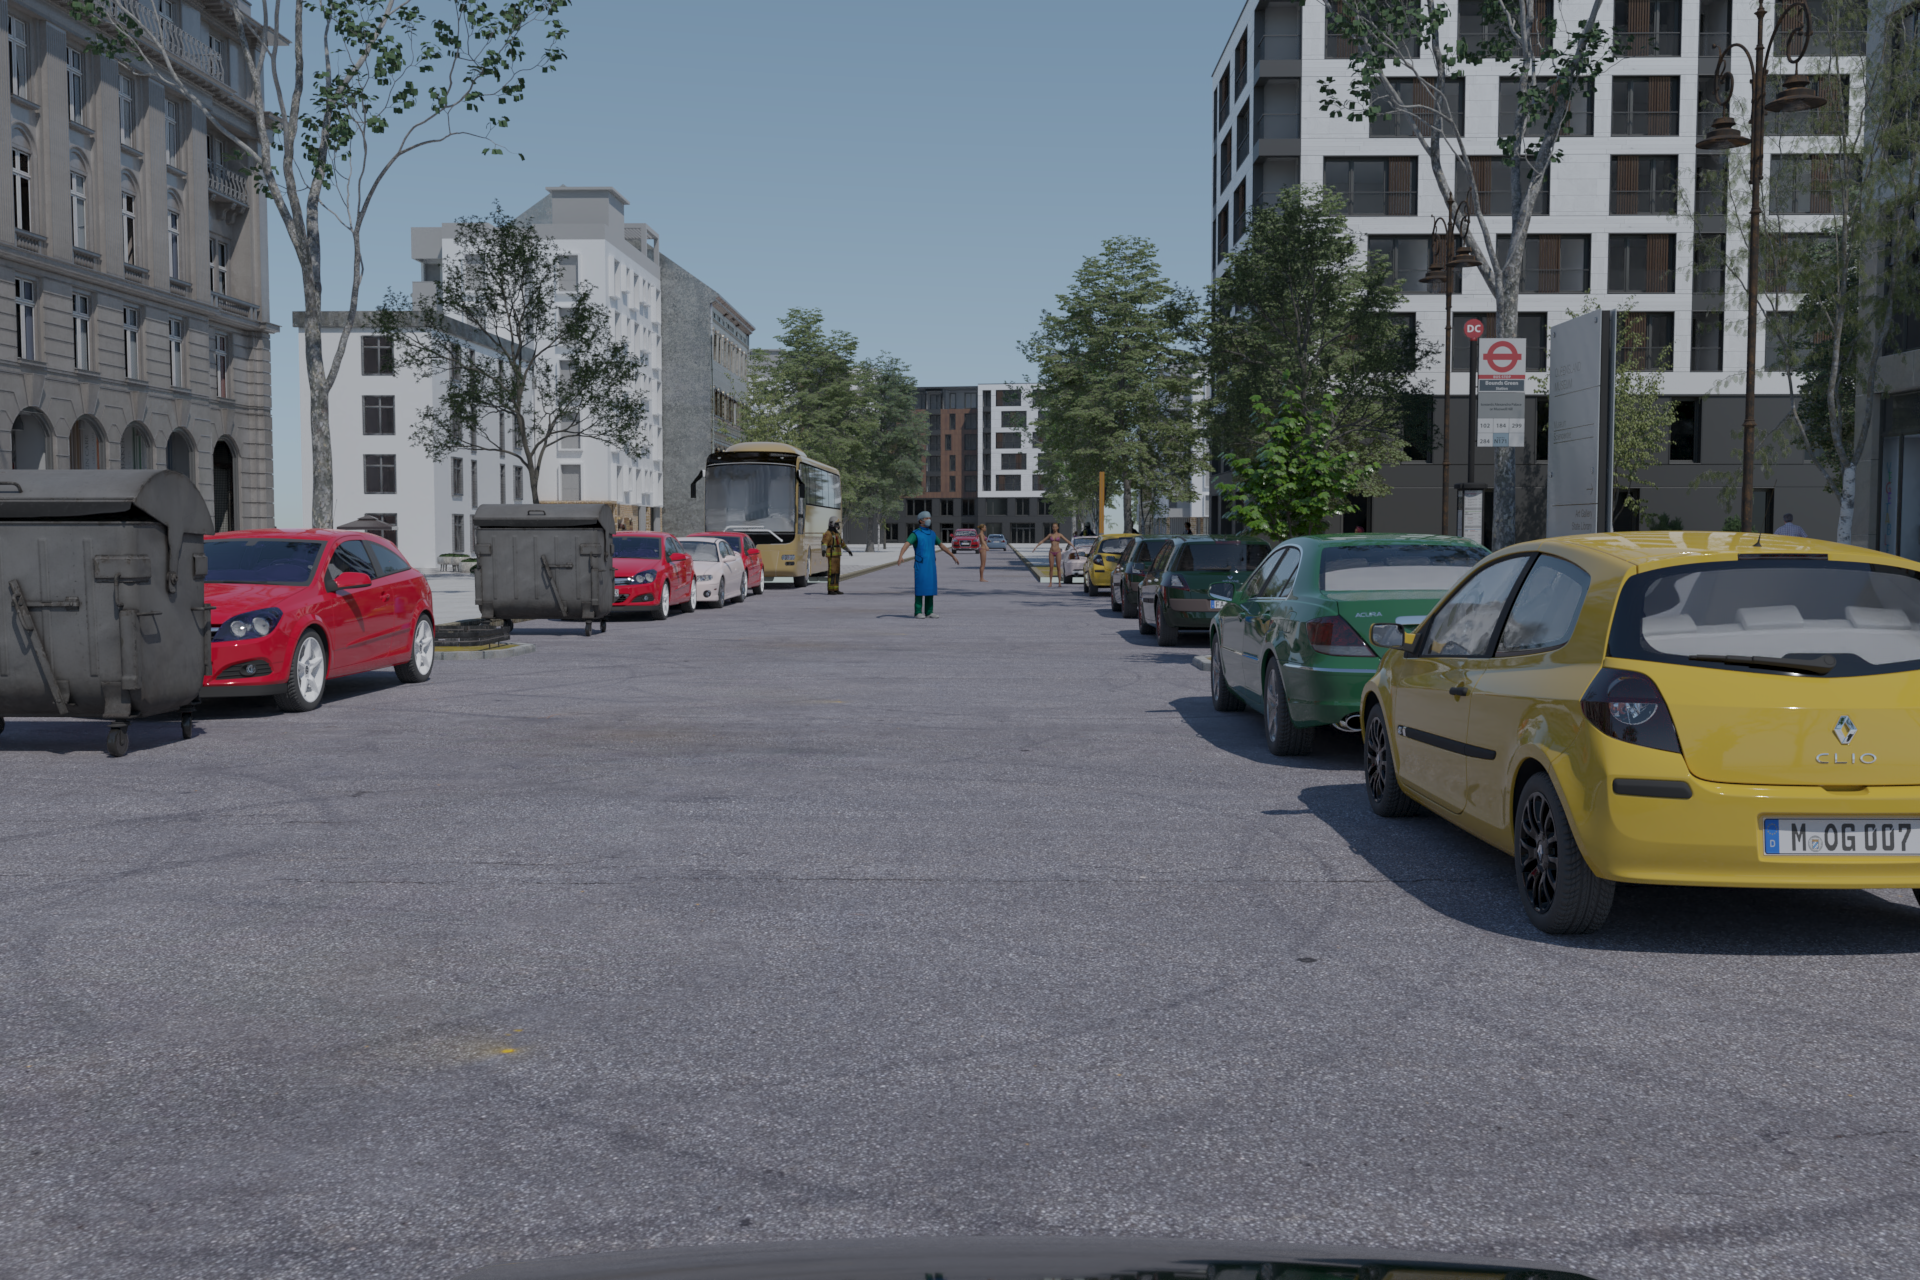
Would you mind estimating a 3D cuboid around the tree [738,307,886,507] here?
[{"bbox_3d":[-7.527,-10.342,87.221,7.486,12.596,7.792,0,3,0],"label":"tree"}]

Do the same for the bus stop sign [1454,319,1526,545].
[{"bbox_3d":[6.591,-2.012,21.591,0.855,3.939,0.416,0,4,1],"label":"bus stop sign"}]

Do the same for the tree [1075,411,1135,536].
[{"bbox_3d":[7.645,-9.152,100.006,4.360,8.622,3.978,0,3,0],"label":"tree"}]

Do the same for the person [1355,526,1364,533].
[{"bbox_3d":[7.845,-1.536,34.326,0.599,1.438,0.989,-1,4,-13],"label":"person"}]

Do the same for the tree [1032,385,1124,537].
[{"bbox_3d":[8.814,-12.646,124.886,7.486,12.596,7.792,0,3,0],"label":"tree"}]

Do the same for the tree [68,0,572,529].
[{"bbox_3d":[-12.894,-10.729,31.314,12.611,20.169,13.585,0,3,0],"label":"tree"}]

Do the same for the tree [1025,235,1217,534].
[{"bbox_3d":[6.047,-9.083,66.628,7.486,12.596,7.792,0,3,0],"label":"tree"}]

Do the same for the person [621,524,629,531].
[{"bbox_3d":[-17.354,-5.099,89.499,1.348,1.813,0.705,1,4,15],"label":"person"}]

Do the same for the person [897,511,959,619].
[{"bbox_3d":[-0.579,-1.272,29.373,1.347,1.817,0.704,-3,5,-42],"label":"person"}]

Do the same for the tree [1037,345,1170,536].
[{"bbox_3d":[7.713,-10.233,93.067,9.928,11.665,9.643,0,3,0],"label":"tree"}]

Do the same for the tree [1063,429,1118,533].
[{"bbox_3d":[8.687,-9.840,111.245,4.360,8.622,3.978,0,3,0],"label":"tree"}]

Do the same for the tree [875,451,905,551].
[{"bbox_3d":[-5.960,-11.106,131.952,4.737,8.622,4.395,0,3,0],"label":"tree"}]

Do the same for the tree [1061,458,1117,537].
[{"bbox_3d":[8.022,-10.170,116.640,4.360,8.622,3.978,0,3,0],"label":"tree"}]

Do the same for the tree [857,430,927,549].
[{"bbox_3d":[-6.540,-12.907,145.435,8.767,10.594,7.601,2,4,28],"label":"tree"}]

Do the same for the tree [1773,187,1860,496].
[{"bbox_3d":[29.642,-8.900,52.165,9.857,13.997,8.962,0,3,0],"label":"tree"}]

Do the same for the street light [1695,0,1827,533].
[{"bbox_3d":[6.893,-2.587,15.081,0.468,5.910,1.993,0,4,1],"label":"street light"}]

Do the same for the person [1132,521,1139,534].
[{"bbox_3d":[7.413,-4.208,74.728,1.347,1.837,0.705,2,4,31],"label":"person"}]

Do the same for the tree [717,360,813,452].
[{"bbox_3d":[-8.169,-7.487,72.770,4.737,8.622,4.395,0,3,0],"label":"tree"}]

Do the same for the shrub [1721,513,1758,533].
[{"bbox_3d":[27.585,-3.504,61.711,1.690,2.028,1.600,0,3,0],"label":"shrub"}]

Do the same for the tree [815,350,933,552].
[{"bbox_3d":[-6.341,-13.134,121.396,9.857,13.997,8.962,0,3,0],"label":"tree"}]

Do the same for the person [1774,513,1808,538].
[{"bbox_3d":[17.114,-1.758,35.733,0.756,1.711,0.436,2,4,31],"label":"person"}]

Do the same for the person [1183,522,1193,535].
[{"bbox_3d":[10.189,-4.387,77.867,0.704,1.843,1.345,-1,4,-23],"label":"person"}]

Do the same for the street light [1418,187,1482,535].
[{"bbox_3d":[6.618,-3.104,23.540,0.468,5.910,1.993,0,4,1],"label":"street light"}]

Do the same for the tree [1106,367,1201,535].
[{"bbox_3d":[7.715,-7.603,74.675,4.360,8.622,3.978,0,3,0],"label":"tree"}]

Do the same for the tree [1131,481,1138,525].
[{"bbox_3d":[27.037,-20.085,246.515,7.486,12.596,7.792,0,3,0],"label":"tree"}]

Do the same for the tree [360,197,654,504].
[{"bbox_3d":[-11.928,-6.965,48.287,7.601,10.594,8.767,2,4,30],"label":"tree"}]

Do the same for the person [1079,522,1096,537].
[{"bbox_3d":[5.948,-4.557,80.281,1.354,1.856,0.705,3,5,42],"label":"person"}]

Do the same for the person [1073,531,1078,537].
[{"bbox_3d":[5.960,-4.821,88.083,0.599,1.433,0.991,-1,4,-17],"label":"person"}]

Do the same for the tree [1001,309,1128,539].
[{"bbox_3d":[9.228,-17.683,145.009,12.611,20.169,13.585,0,3,0],"label":"tree"}]

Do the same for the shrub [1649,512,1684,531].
[{"bbox_3d":[23.084,-3.195,56.665,1.690,2.028,1.600,0,3,0],"label":"shrub"}]

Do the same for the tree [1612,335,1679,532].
[{"bbox_3d":[22.808,-6.730,60.398,4.737,8.622,4.395,0,3,0],"label":"tree"}]

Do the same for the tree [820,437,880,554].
[{"bbox_3d":[-7.644,-9.742,109.642,4.360,8.622,3.978,0,3,0],"label":"tree"}]

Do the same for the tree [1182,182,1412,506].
[{"bbox_3d":[10.974,-8.484,56.840,7.486,12.596,7.792,0,3,0],"label":"tree"}]

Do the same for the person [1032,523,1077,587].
[{"bbox_3d":[2.564,-2.300,46.863,1.217,1.733,0.721,1,4,10],"label":"person"}]

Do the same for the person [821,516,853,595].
[{"bbox_3d":[-2.946,-1.992,40.793,0.705,1.858,1.354,2,4,26],"label":"person"}]

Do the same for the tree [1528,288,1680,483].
[{"bbox_3d":[19.486,-6.265,52.790,4.737,8.622,4.395,0,3,0],"label":"tree"}]

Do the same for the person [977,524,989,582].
[{"bbox_3d":[0.762,-2.624,52.166,0.721,1.733,1.217,0,4,-4],"label":"person"}]
